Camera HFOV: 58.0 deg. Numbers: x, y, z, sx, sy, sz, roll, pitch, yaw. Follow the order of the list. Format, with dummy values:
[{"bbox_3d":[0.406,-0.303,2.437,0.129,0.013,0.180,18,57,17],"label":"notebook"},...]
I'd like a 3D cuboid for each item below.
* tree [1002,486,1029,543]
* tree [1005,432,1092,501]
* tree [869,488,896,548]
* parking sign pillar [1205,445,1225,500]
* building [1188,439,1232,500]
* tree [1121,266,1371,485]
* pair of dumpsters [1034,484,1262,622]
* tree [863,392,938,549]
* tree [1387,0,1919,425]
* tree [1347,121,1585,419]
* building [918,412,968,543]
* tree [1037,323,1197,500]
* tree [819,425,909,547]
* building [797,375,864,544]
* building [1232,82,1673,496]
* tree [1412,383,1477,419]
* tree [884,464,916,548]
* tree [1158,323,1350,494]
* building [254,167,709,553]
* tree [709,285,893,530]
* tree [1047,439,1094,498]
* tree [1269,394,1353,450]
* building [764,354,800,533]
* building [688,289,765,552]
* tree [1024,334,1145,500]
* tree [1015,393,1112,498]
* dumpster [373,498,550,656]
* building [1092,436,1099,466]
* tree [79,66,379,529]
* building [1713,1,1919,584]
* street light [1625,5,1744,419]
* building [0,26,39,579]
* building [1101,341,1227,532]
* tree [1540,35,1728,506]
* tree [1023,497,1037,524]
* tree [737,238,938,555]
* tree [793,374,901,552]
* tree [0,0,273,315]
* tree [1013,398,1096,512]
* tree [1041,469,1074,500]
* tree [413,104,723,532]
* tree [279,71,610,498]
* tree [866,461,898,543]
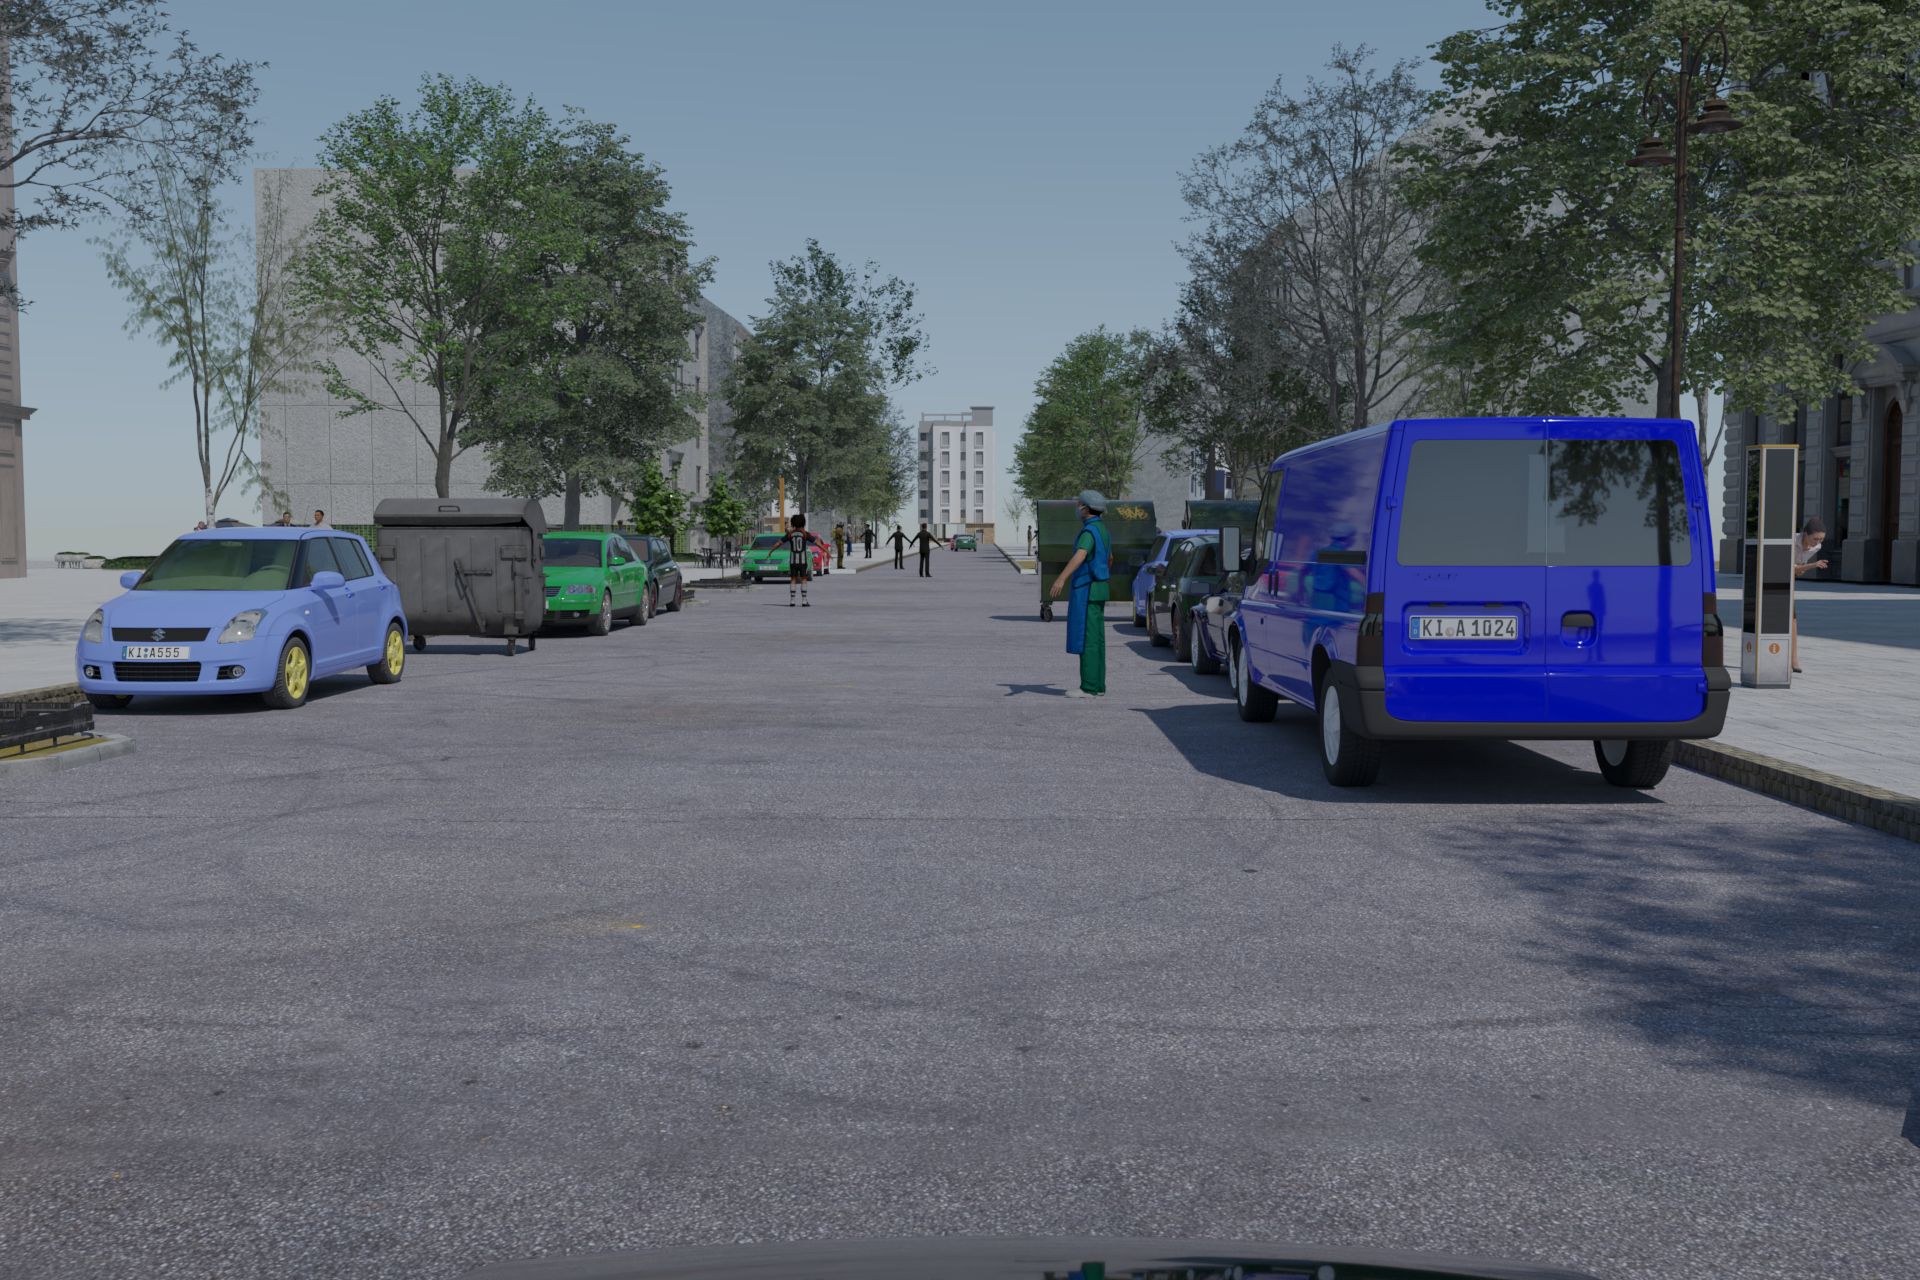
[{"bbox_3d":[8.905,-19.006,261.112,4.360,8.622,3.978,0,3,0],"label":"tree"},{"bbox_3d":[8.207,-14.356,160.471,9.928,11.665,9.643,0,3,0],"label":"tree"},{"bbox_3d":[-7.484,-12.706,158.110,4.737,8.622,4.395,0,3,0],"label":"tree"},{"bbox_3d":[7.756,-3.940,52.893,1.447,3.967,1.447,0,4,1],"label":"parking sign pillar"},{"bbox_3d":[25.200,-12.407,144.998,9.099,9.664,28.070,0,4,1],"label":"building"},{"bbox_3d":[9.590,-7.591,58.532,8.767,10.594,7.601,1,4,8],"label":"tree"},{"bbox_3d":[3.439,-1.446,28.585,4.436,2.255,1.574,0,3,0],"label":"pair of dumpsters"},{"bbox_3d":[-7.099,-14.554,148.331,12.009,13.543,11.850,0,3,0],"label":"tree"},{"bbox_3d":[9.400,-6.340,21.787,7.486,12.596,7.792,0,3,0],"label":"tree"},{"bbox_3d":[9.531,-4.933,31.011,4.360,8.622,3.978,0,3,0],"label":"tree"},{"bbox_3d":[-5.966,-24.570,260.594,11.380,20.090,16.016,0,4,8],"label":"building"},{"bbox_3d":[7.528,-9.689,84.173,9.928,11.665,9.643,0,3,0],"label":"tree"},{"bbox_3d":[-7.541,-12.145,132.982,7.601,10.594,8.767,-1,4,-23],"label":"tree"},{"bbox_3d":[-22.828,-24.580,232.817,19.493,23.208,18.063,0,4,2],"label":"building"},{"bbox_3d":[25.358,-16.042,93.215,19.493,23.208,18.063,0,4,0],"label":"building"},{"bbox_3d":[22.909,-7.976,80.778,4.737,8.622,4.395,0,3,0],"label":"tree"},{"bbox_3d":[-6.535,-13.080,164.222,4.737,8.622,4.395,0,3,0],"label":"tree"},{"bbox_3d":[12.529,-8.351,70.948,8.767,10.594,7.601,-2,4,-28],"label":"tree"},{"bbox_3d":[-25.429,-14.267,99.727,16.747,18.905,31.486,0,4,1],"label":"building"},{"bbox_3d":[-8.099,-11.219,90.092,9.857,13.997,8.962,0,3,0],"label":"tree"},{"bbox_3d":[7.300,-9.753,109.829,4.360,8.622,3.978,0,3,0],"label":"tree"},{"bbox_3d":[16.148,-8.035,81.728,4.360,8.622,3.978,0,3,0],"label":"tree"},{"bbox_3d":[-22.780,-19.771,179.671,16.016,20.090,11.380,0,4,2],"label":"building"},{"bbox_3d":[-25.439,-18.504,133.476,19.493,23.208,18.063,0,3,0],"label":"building"},{"bbox_3d":[7.096,-11.050,98.787,7.486,12.596,7.792,0,3,0],"label":"tree"},{"bbox_3d":[7.851,-12.198,125.186,9.928,11.665,9.643,0,3,0],"label":"tree"},{"bbox_3d":[-5.966,-0.767,20.748,1.865,1.857,1.264,0,4,1],"label":"dumpster"},{"bbox_3d":[26.809,-23.879,221.357,19.493,23.208,18.063,0,4,1],"label":"building"},{"bbox_3d":[-12.428,-4.756,28.122,4.360,8.622,3.978,0,3,0],"label":"tree"},{"bbox_3d":[27.243,-13.083,41.626,11.050,23.595,19.941,0,4,1],"label":"building"},{"bbox_3d":[6.561,-2.634,15.862,0.468,5.910,1.993,0,4,1],"label":"street light"},{"bbox_3d":[-31.862,-13.839,38.283,10.469,25.551,25.511,0,3,0],"label":"building"},{"bbox_3d":[25.975,-22.610,200.606,19.493,23.208,18.063,0,4,1],"label":"building"},{"bbox_3d":[28.029,-12.960,67.786,12.611,20.169,13.585,0,3,0],"label":"tree"},{"bbox_3d":[11.842,-18.601,254.484,4.360,8.622,3.978,0,3,0],"label":"tree"},{"bbox_3d":[-7.652,-15.515,109.554,12.611,20.169,13.585,0,3,0],"label":"tree"},{"bbox_3d":[-8.009,-12.525,122.912,7.486,12.596,7.792,0,3,0],"label":"tree"},{"bbox_3d":[-12.151,-6.462,16.028,12.009,13.543,11.850,0,3,0],"label":"tree"},{"bbox_3d":[7.747,-13.723,142.493,7.486,12.596,7.792,0,3,0],"label":"tree"},{"bbox_3d":[7.903,-11.108,131.982,4.737,8.622,4.395,0,3,0],"label":"tree"},{"bbox_3d":[-12.026,-8.976,53.407,9.857,13.997,8.962,0,3,0],"label":"tree"},{"bbox_3d":[-11.771,-6.956,39.482,9.928,11.665,9.643,0,3,0],"label":"tree"},{"bbox_3d":[-12.509,-20.583,254.658,7.486,12.596,7.792,0,3,0],"label":"tree"}]
